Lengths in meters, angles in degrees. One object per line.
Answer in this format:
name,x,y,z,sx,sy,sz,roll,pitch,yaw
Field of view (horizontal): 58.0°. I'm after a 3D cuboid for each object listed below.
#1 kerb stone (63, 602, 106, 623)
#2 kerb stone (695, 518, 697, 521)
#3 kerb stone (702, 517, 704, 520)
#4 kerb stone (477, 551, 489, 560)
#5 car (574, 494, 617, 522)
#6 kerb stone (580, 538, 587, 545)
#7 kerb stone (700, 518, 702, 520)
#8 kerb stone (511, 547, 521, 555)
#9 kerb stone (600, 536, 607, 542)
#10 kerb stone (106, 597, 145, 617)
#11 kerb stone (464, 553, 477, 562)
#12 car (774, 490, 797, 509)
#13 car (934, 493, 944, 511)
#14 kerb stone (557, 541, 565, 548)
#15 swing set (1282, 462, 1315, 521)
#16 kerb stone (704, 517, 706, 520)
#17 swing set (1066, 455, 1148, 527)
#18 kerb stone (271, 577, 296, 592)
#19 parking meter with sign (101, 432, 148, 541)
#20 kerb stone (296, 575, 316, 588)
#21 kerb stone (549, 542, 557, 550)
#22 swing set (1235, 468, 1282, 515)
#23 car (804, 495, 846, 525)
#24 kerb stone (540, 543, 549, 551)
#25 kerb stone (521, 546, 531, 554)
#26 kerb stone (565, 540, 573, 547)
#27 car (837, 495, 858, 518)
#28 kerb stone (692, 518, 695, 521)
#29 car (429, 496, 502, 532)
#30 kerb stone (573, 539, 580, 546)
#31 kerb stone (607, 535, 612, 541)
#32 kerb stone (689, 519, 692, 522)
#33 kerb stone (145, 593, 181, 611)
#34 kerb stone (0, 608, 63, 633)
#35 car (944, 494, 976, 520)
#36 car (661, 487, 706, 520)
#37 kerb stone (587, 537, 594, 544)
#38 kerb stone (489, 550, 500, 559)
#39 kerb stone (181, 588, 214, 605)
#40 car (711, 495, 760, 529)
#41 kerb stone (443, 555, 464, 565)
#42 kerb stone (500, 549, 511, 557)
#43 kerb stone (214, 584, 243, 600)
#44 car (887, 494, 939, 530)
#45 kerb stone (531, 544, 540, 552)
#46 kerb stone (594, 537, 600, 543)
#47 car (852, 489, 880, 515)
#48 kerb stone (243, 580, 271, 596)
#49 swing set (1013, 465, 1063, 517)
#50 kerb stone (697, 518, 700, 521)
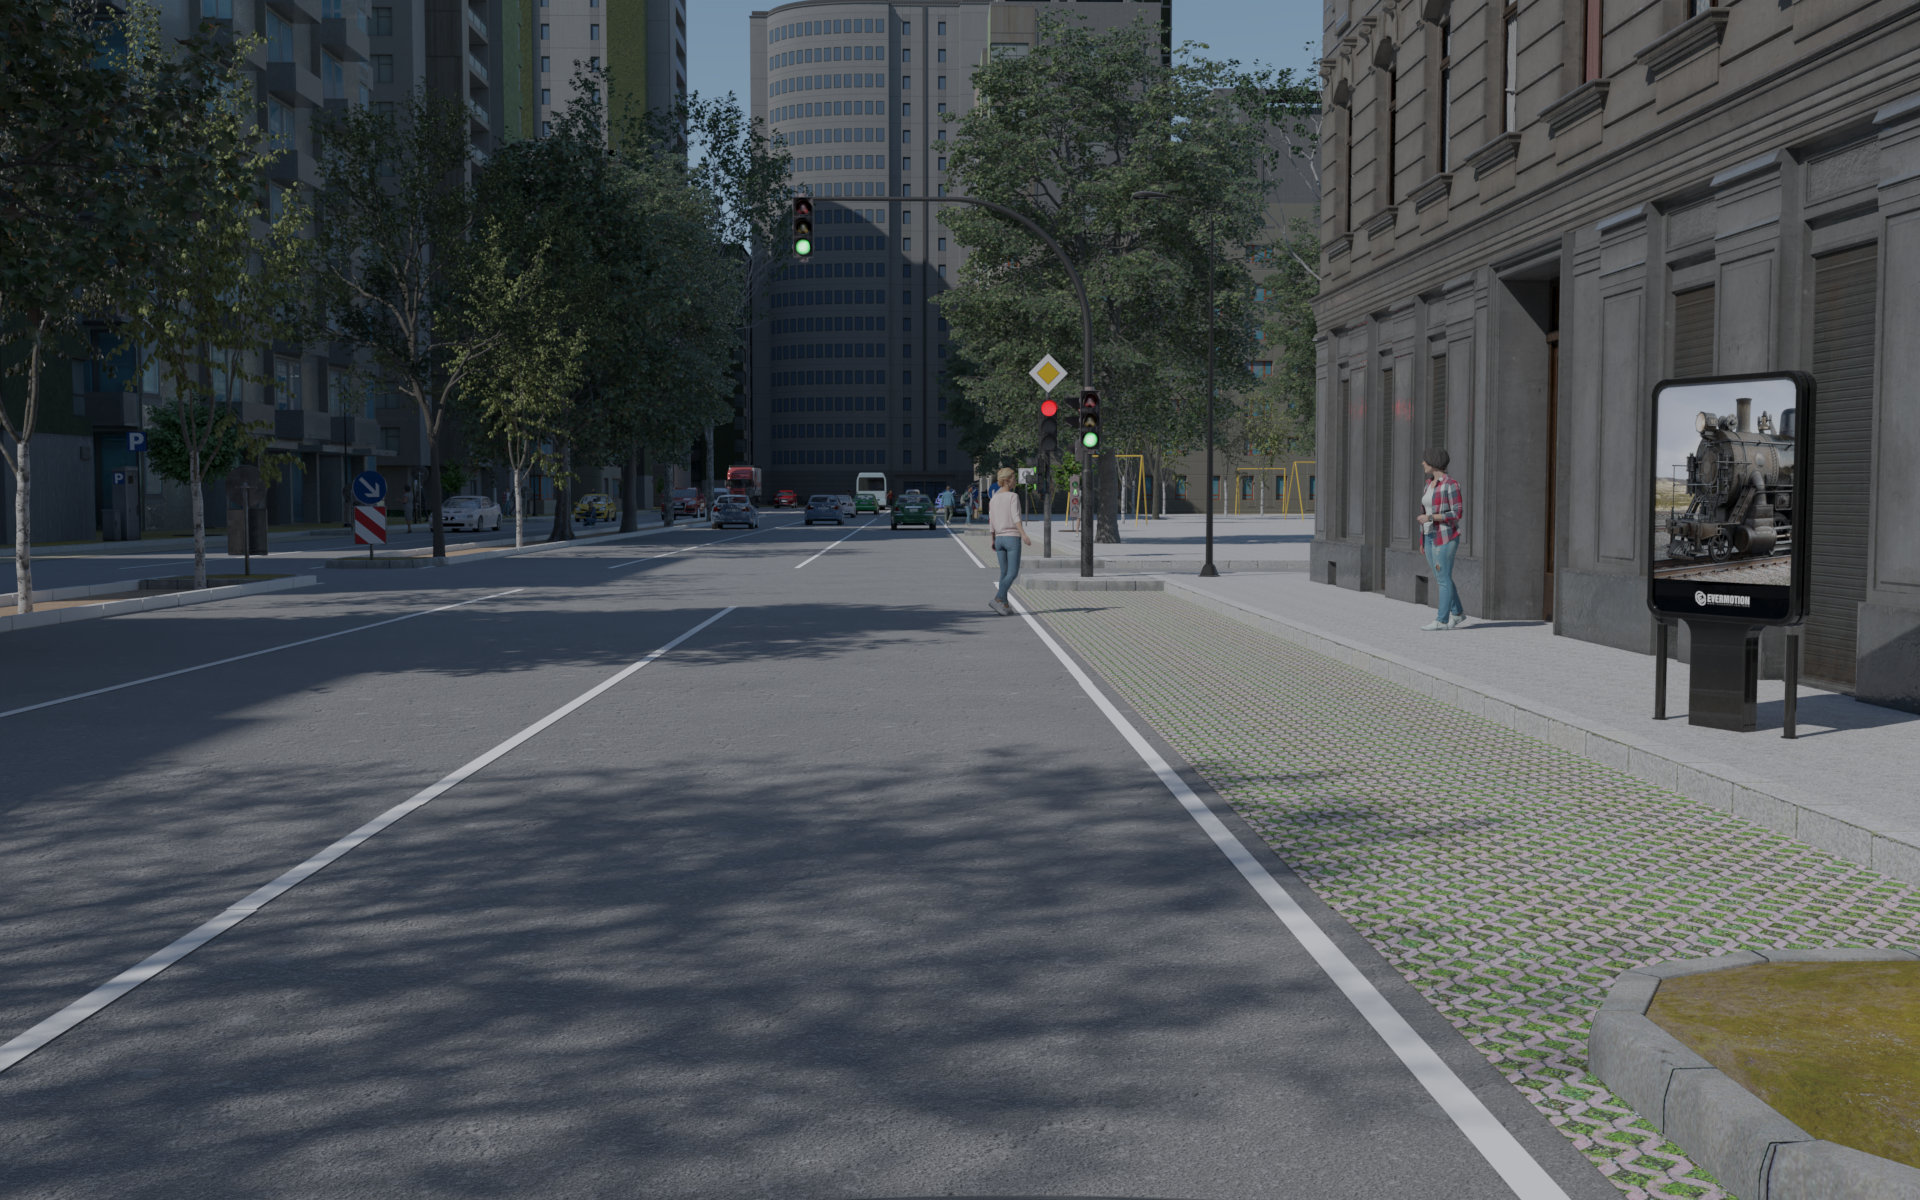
kerb stone,-10.026,0.155,19.666,0.120,0.150,1.000,0,4,-1
kerb stone,-13.885,-4.134,89.835,0.120,0.150,1.000,0,4,-1
kerb stone,-13.966,-4.325,92.911,0.120,0.150,1.000,0,4,-1
kerb stone,-10.477,-0.943,37.607,0.120,0.150,1.000,0,4,-1
car,-18.935,-4.878,89.974,2.015,1.641,3.980,0,4,-3
kerb stone,-10.763,-1.633,48.892,0.120,0.150,1.000,0,4,-1
kerb stone,-13.937,-4.259,91.889,0.120,0.150,1.000,0,4,-1
kerb stone,-10.556,-1.126,40.680,0.120,0.150,1.000,0,4,-1
kerb stone,-10.828,-1.815,51.961,0.120,0.150,1.000,0,4,-1
kerb stone,-10.055,0.092,20.697,0.120,0.150,1.000,0,4,-1
kerb stone,-10.450,-0.876,36.585,0.120,0.150,1.000,0,4,-1
car,-17.427,-10.059,173.133,2.281,1.827,5.304,0,4,-1
car,-1.242,-8.442,147.621,1.945,1.707,3.694,0,4,-2
kerb stone,-10.678,-1.445,45.819,0.120,0.150,1.000,0,4,-1
swing set,17.685,-5.276,83.890,3.119,2.851,2.862,0,4,-7
kerb stone,-13.986,-4.388,93.933,0.120,0.150,1.000,0,4,-1
swing set,6.075,-4.427,69.998,3.119,2.851,2.862,1,4,15
kerb stone,-10.181,-0.221,25.810,0.120,0.150,1.000,0,4,-1
parking meter with sign,-23.015,-3.144,47.672,0.543,3.016,1.738,0,4,1
kerb stone,-10.206,-0.282,26.832,0.120,0.150,1.000,0,4,-1
kerb stone,-10.656,-1.382,44.797,0.120,0.150,1.000,0,4,-1
swing set,18.429,-6.583,105.255,3.119,2.851,2.862,1,4,14
car,-6.333,-4.222,81.034,2.014,1.417,4.499,0,4,-2
kerb stone,-10.628,-1.319,43.769,0.120,0.150,1.000,0,4,-1
kerb stone,-10.572,-1.190,41.718,0.120,0.150,1.000,0,4,-1
kerb stone,-10.710,-1.508,46.846,0.120,0.150,1.000,0,4,-1
car,-7.260,-5.662,104.933,2.083,1.381,4.827,0,4,-2
kerb stone,-13.863,-4.074,88.811,0.120,0.150,1.000,0,4,-1
car,-18.847,-3.290,66.151,2.083,1.381,4.827,0,4,-1
kerb stone,-10.727,-1.570,47.869,0.120,0.150,1.000,0,4,-1
kerb stone,-10.866,-1.882,52.985,0.120,0.150,1.000,0,4,-1
kerb stone,-13.833,-4.011,87.783,0.120,0.150,1.000,0,4,-1
kerb stone,-10.081,0.032,21.719,0.120,0.150,1.000,0,4,-1
kerb stone,-9.997,0.217,18.644,0.120,0.150,1.000,0,4,-1
car,0.017,-5.295,96.356,2.009,1.686,4.222,0,4,-1
car,-15.282,-5.345,96.071,2.281,1.827,5.304,0,4,-1
kerb stone,-10.781,-1.695,49.917,0.120,0.150,1.000,0,4,-1
kerb stone,-10.500,-1.006,38.636,0.120,0.150,1.000,0,4,-1
kerb stone,-10.099,-0.033,22.741,0.120,0.150,1.000,0,4,-1
car,-9.317,-3.655,71.762,2.014,1.417,4.499,0,4,-3
kerb stone,-10.425,-0.817,35.554,0.120,0.150,1.000,0,4,-1
kerb stone,-10.526,-1.068,39.658,0.120,0.150,1.000,0,4,-1
kerb stone,-10.126,-0.096,23.766,0.120,0.150,1.000,0,4,-1
car,-1.892,-3.574,70.227,2.131,1.459,4.920,0,4,-2
kerb stone,-10.605,-1.254,42.747,0.120,0.150,1.000,0,4,-1
kerb stone,-10.809,-1.758,50.939,0.120,0.150,1.000,0,4,-1
car,-6.568,-6.830,120.469,1.959,1.807,4.718,0,3,0
kerb stone,-10.152,-0.159,24.789,0.120,0.150,1.000,0,4,-1
swing set,4.584,-5.931,94.584,3.119,2.851,2.862,3,5,40
kerb stone,-13.918,-4.200,90.866,0.120,0.150,1.000,0,4,-1
